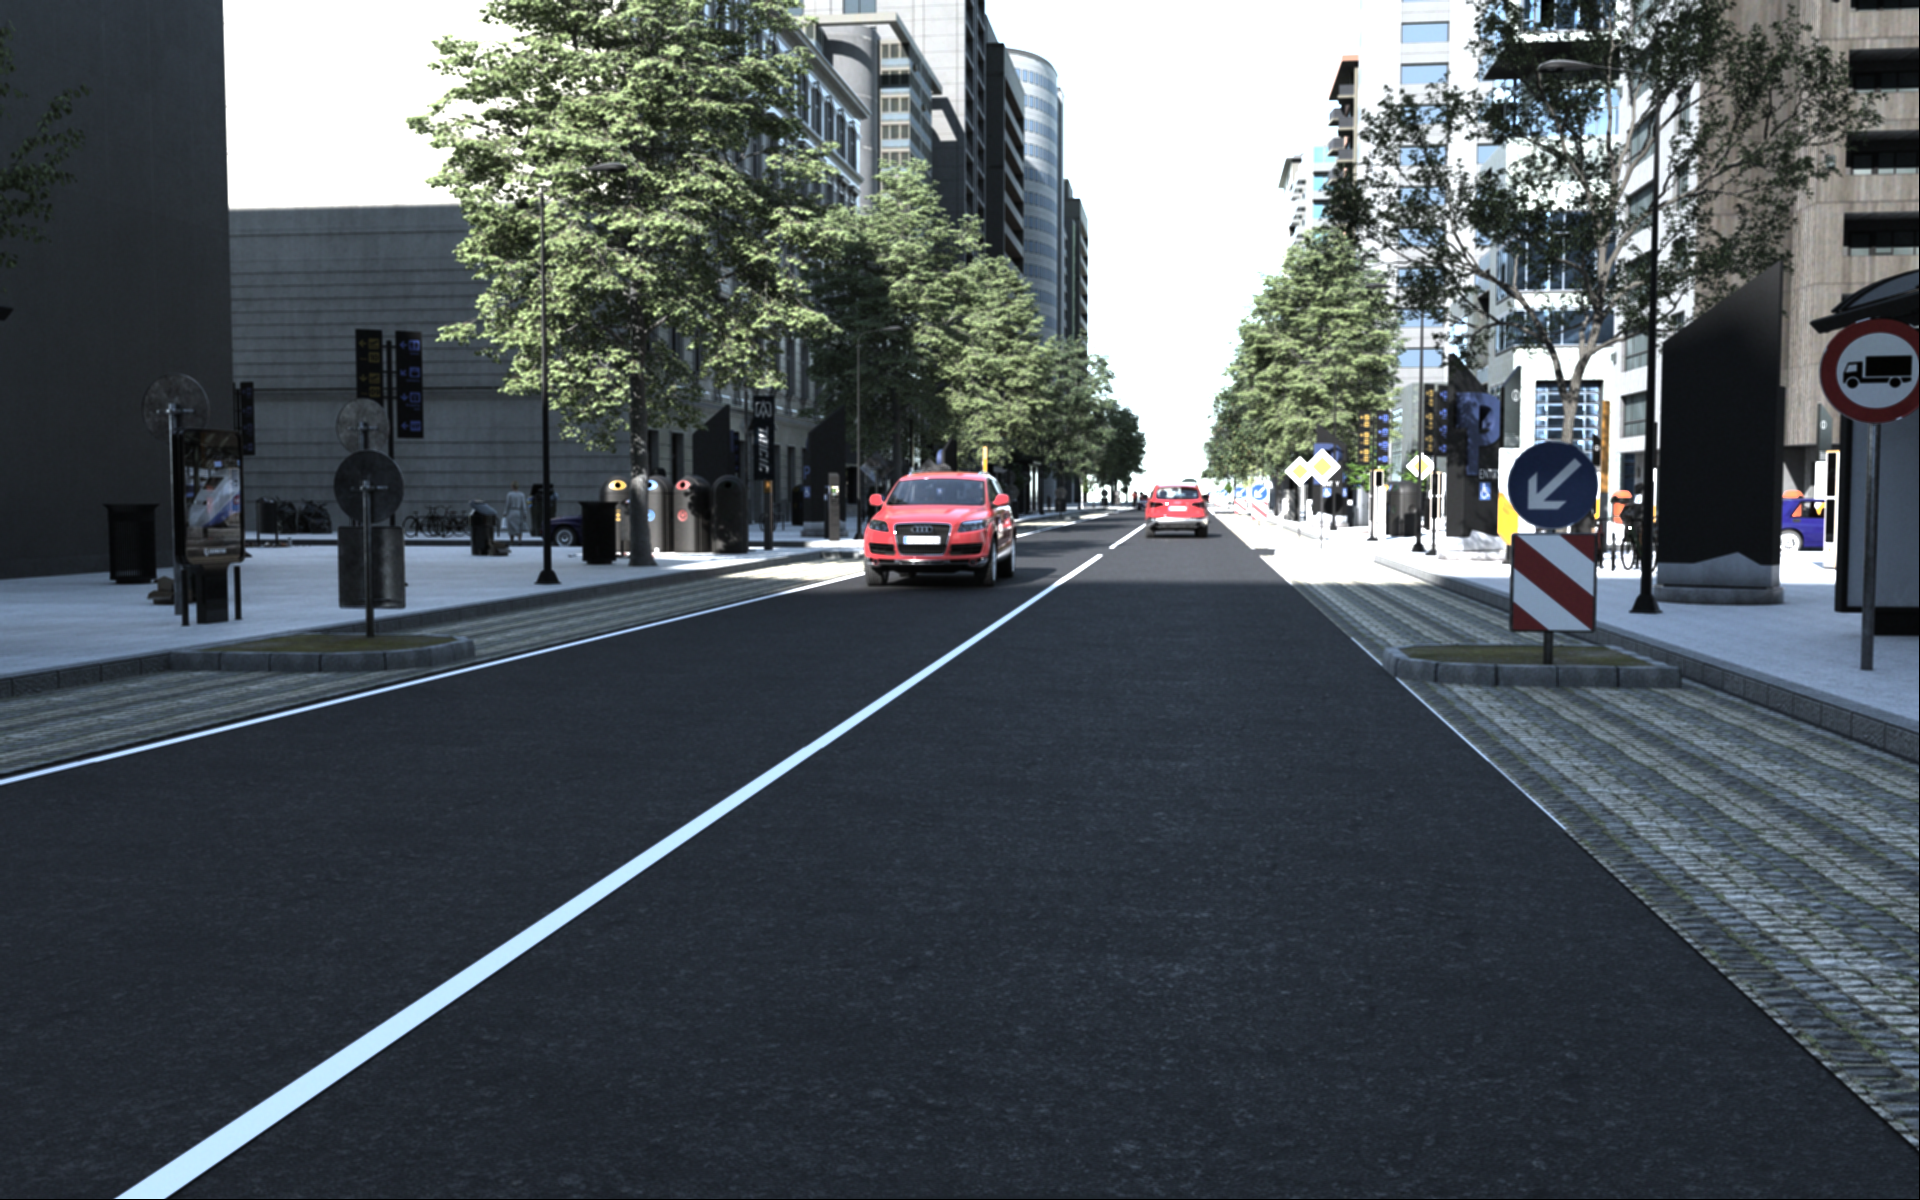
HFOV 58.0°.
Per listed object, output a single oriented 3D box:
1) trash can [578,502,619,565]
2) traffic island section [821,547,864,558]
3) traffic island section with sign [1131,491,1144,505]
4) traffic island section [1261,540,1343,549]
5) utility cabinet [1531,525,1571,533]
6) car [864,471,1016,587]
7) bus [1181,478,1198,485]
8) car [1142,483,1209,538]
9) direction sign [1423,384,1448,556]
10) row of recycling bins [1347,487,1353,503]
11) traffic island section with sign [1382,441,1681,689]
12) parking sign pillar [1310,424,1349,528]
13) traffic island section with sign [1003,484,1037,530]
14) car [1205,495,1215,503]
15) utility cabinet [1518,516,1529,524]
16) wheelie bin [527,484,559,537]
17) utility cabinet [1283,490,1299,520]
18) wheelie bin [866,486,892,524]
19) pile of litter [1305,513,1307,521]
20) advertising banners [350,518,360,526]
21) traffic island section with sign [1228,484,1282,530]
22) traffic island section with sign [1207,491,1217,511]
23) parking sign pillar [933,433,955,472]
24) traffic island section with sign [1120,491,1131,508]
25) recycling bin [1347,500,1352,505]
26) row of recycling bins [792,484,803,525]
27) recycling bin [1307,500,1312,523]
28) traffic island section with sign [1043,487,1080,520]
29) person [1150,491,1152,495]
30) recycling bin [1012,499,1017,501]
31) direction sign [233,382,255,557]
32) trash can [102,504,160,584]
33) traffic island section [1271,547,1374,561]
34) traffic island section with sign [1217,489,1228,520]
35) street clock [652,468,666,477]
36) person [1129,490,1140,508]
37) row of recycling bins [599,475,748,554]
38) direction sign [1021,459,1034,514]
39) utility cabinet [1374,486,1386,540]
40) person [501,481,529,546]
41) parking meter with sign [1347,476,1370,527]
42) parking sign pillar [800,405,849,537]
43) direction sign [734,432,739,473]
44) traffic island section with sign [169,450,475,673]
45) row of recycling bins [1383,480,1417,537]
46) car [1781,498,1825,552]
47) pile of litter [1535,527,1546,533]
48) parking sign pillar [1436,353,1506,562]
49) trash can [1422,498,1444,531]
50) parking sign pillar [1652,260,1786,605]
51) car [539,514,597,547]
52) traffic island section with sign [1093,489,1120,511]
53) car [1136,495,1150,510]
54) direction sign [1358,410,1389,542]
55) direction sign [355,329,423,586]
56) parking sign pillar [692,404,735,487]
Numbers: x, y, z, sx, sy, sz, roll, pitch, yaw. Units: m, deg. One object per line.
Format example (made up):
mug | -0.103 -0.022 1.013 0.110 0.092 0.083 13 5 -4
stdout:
trash can | -6.611 -1.227 31.722 0.748 1.137 0.748 0 3 0
traffic island section | -1.942 -1.077 39.886 2.009 0.180 2.903 0 4 8
traffic island section with sign | 23.269 -13.467 228.810 1.989 1.847 2.006 0 4 8
traffic island section | 9.117 -1.479 46.466 2.009 0.180 2.903 0 4 8
utility cabinet | 16.281 -2.236 47.718 1.020 1.237 0.306 1 4 23
car | -0.249 -1.216 28.553 2.281 1.827 5.304 0 4 7
bus | 35.050 -16.703 264.638 2.896 3.916 12.252 0 4 8
car | 7.262 -3.038 58.339 2.281 1.827 5.304 0 4 6
direction sign | 9.837 -2.684 35.878 0.876 3.537 0.379 -3 5 -44
row of recycling bins | 20.332 -5.009 89.010 3.534 1.692 1.069 3 4 37
traffic island section with sign | 4.426 -0.312 13.733 1.989 1.847 2.006 0 4 8
parking sign pillar | 14.078 -4.735 65.896 1.447 3.967 1.447 3 5 43
traffic island section with sign | 2.097 -3.763 70.148 1.989 1.847 2.006 0 4 8
car | 38.875 -15.922 270.110 2.009 1.686 4.222 0 4 7
utility cabinet | 23.697 -3.922 72.797 1.173 1.500 0.318 -1 4 -22
wheelie bin | -12.556 -2.717 52.330 0.980 1.594 0.693 -3 4 -36
utility cabinet | 16.185 -4.649 84.693 0.318 1.500 1.173 3 4 36
wheelie bin | -3.401 -3.838 70.665 0.980 1.594 0.693 2 4 24
pile of litter | 16.970 -4.180 82.315 1.176 0.858 1.719 2 4 33
advertising banners | -12.269 -2.388 35.235 0.090 3.025 2.074 -2 4 -28
traffic island section with sign | 11.827 -3.705 69.209 1.989 1.847 2.006 0 4 8
traffic island section with sign | 21.991 -8.363 145.358 1.989 1.847 2.006 0 4 8
parking sign pillar | -0.599 -5.248 74.272 1.447 3.967 1.447 1 4 21
traffic island section with sign | 15.853 -10.065 173.193 1.989 1.847 2.006 0 4 8
recycling bin | 17.425 -3.865 75.755 0.722 1.027 0.722 -1 4 -17
row of recycling bins | -6.065 -3.887 70.671 1.069 1.692 3.534 -1 4 -19
recycling bin | 15.757 -3.905 76.395 0.722 1.027 0.722 2 4 34
traffic island section with sign | 5.697 -5.410 97.085 1.989 1.847 2.006 0 4 8
person | 29.873 -16.041 270.398 0.705 1.869 1.348 2 4 24
recycling bin | 2.704 -5.072 95.482 0.722 1.027 0.722 -1 4 -13
direction sign | -14.633 -2.642 35.191 0.876 3.537 0.379 2 4 28
trash can | -11.875 -0.807 24.852 0.748 1.137 0.748 0 3 0
traffic island section | 8.061 -0.995 38.551 2.009 0.180 2.903 0 4 8
traffic island section with sign | 15.398 -5.339 95.928 1.989 1.847 2.006 0 4 8
street clock | -8.333 -2.655 47.984 0.358 2.002 0.471 -2 4 -33
person | 18.062 -10.456 179.425 1.348 1.831 0.705 2 4 32
row of recycling bins | -6.285 -1.886 37.947 3.534 1.692 1.069 1 4 17
direction sign | 4.362 -7.364 112.404 0.876 3.537 0.379 -1 4 -19
utility cabinet | 11.714 -2.422 48.277 0.318 1.500 1.173 1 4 13
person | -11.600 -2.215 45.076 0.694 1.780 0.624 -1 4 -10
parking meter with sign | 15.691 -4.379 67.863 0.543 3.016 1.738 3 5 42
parking sign pillar | -4.065 -3.879 51.890 1.447 3.967 1.447 -3 5 -41
direction sign | -8.364 -4.360 63.288 0.876 3.537 0.379 3 5 41
traffic island section with sign | -5.289 -0.377 14.786 1.989 1.847 2.006 0 4 8
row of recycling bins | 13.683 -2.847 53.669 1.069 1.692 3.534 0 4 7
car | 20.731 -1.738 41.003 3.894 1.354 1.945 1 4 8
pile of litter | 15.698 -1.960 46.009 1.176 0.858 1.719 1 4 16
parking sign pillar | 9.987 -2.752 33.471 1.447 3.967 1.447 -3 4 -36
trash can | 16.653 -3.021 61.045 0.748 1.137 0.748 0 3 0
parking sign pillar | 9.044 -1.963 20.571 1.447 3.967 1.447 3 4 39
car | -8.893 -1.996 45.212 3.894 1.354 1.945 0 4 7
traffic island section with sign | 12.290 -8.431 146.474 1.989 1.847 2.006 0 4 8
car | 17.195 -8.957 159.025 1.945 1.354 3.894 0 4 7
direction sign | 11.181 -3.358 46.896 0.876 3.537 0.379 -1 4 -12
direction sign | -7.897 -1.960 24.049 0.876 3.537 0.379 -2 4 -28
parking sign pillar | -7.460 -3.917 52.518 1.447 3.967 1.447 2 4 28
